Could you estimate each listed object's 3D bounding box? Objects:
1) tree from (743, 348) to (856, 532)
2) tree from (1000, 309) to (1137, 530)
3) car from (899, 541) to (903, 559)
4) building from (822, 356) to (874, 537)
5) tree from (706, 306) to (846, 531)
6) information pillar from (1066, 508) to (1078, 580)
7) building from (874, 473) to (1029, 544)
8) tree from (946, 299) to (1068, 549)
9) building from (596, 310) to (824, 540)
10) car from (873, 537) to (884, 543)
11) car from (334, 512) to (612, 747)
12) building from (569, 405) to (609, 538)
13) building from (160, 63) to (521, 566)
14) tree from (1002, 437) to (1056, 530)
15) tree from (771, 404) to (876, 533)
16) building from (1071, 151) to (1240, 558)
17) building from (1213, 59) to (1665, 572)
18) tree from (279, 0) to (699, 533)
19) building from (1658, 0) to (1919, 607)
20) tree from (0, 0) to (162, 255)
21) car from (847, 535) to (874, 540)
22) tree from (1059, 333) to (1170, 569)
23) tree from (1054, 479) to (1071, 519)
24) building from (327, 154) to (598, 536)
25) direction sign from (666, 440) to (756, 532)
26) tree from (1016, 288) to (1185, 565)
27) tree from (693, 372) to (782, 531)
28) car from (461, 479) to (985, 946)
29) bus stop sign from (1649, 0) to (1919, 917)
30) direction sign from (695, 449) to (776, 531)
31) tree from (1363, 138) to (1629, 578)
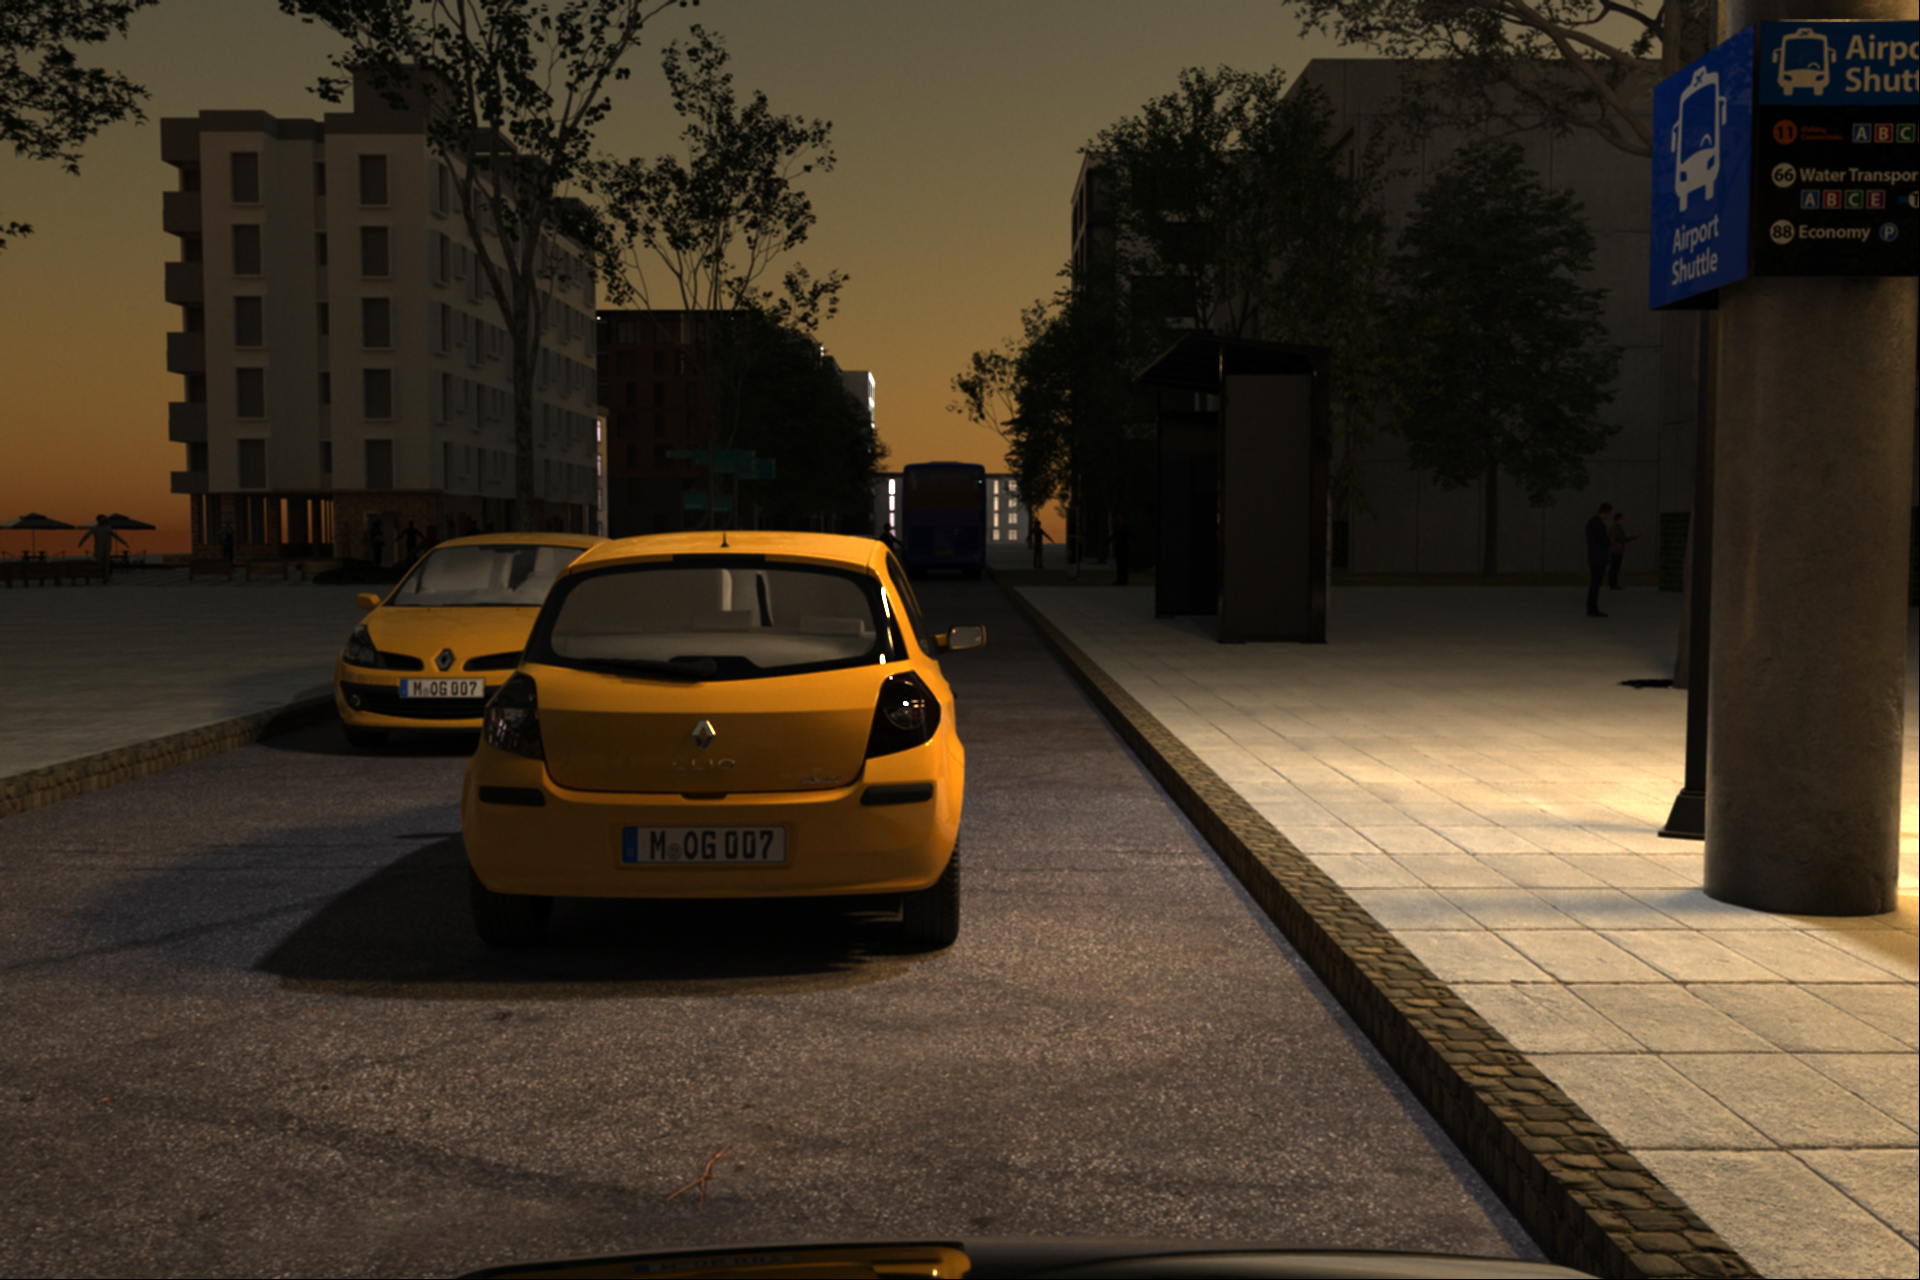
[{"bbox_3d":[-9.772,-11.329,103.361,7.486,12.596,7.792,0,3,0],"label":"tree"},{"bbox_3d":[5.559,-10.296,86.458,7.486,12.596,7.792,0,3,0],"label":"tree"},{"bbox_3d":[-2.474,-5.471,99.241,2.009,1.686,4.222,0,3,0],"label":"car"},{"bbox_3d":[-25.237,-22.669,214.619,27.936,21.610,32.646,0,4,0],"label":"building"},{"bbox_3d":[-9.227,-10.321,86.869,7.486,12.596,7.792,0,3,0],"label":"tree"},{"bbox_3d":[3.110,-2.670,48.147,0.304,2.012,0.304,0,4,-2],"label":"information pillar"},{"bbox_3d":[-4.011,-17.870,236.781,28.070,9.664,9.099,0,4,2],"label":"building"},{"bbox_3d":[5.215,-17.516,142.282,12.611,20.169,13.585,0,3,0],"label":"tree"},{"bbox_3d":[-29.140,-20.204,174.303,27.936,21.610,32.646,0,4,1],"label":"building"},{"bbox_3d":[-3.641,-3.496,69.741,1.945,1.354,3.894,0,3,0],"label":"car"},{"bbox_3d":[-3.280,-0.163,12.881,2.015,1.641,3.980,0,4,0],"label":"car"},{"bbox_3d":[-27.954,-10.614,115.685,9.099,9.664,28.070,0,4,1],"label":"building"},{"bbox_3d":[-26.150,-13.132,71.127,16.016,20.090,11.380,0,3,0],"label":"building"},{"bbox_3d":[5.366,-10.923,128.946,4.737,8.622,4.395,0,3,0],"label":"tree"},{"bbox_3d":[-9.555,-11.012,114.458,8.767,10.594,7.601,0,4,4],"label":"tree"},{"bbox_3d":[20.794,-16.216,109.114,27.936,21.610,32.646,0,4,0],"label":"building"},{"bbox_3d":[21.416,-12.648,73.258,16.747,18.905,31.486,0,4,0],"label":"building"},{"bbox_3d":[-10.693,-11.017,36.022,12.611,20.169,13.585,0,3,0],"label":"tree"},{"bbox_3d":[24.115,-9.554,22.674,16.747,18.905,31.486,0,4,0],"label":"building"},{"bbox_3d":[-9.356,-4.738,11.881,7.601,10.594,8.767,-3,5,-40],"label":"tree"},{"bbox_3d":[-3.260,-2.458,52.195,2.014,1.417,4.499,0,4,-1],"label":"car"},{"bbox_3d":[5.534,-6.918,63.464,4.360,8.622,3.978,0,3,0],"label":"tree"},{"bbox_3d":[16.394,-18.486,236.650,7.601,10.594,8.767,0,4,-4],"label":"tree"},{"bbox_3d":[-26.001,-14.148,87.733,16.016,20.090,11.380,0,3,0],"label":"building"},{"bbox_3d":[-7.058,-3.729,49.724,2.525,3.948,1.411,0,4,0],"label":"direction sign"},{"bbox_3d":[6.045,-9.007,73.024,9.928,11.665,9.643,0,3,0],"label":"tree"},{"bbox_3d":[-9.634,-7.799,77.876,4.360,8.622,3.978,0,3,0],"label":"tree"},{"bbox_3d":[-0.874,0.168,7.470,2.015,1.641,3.980,0,4,-2],"label":"car"},{"bbox_3d":[2.956,-1.038,5.989,0.837,3.901,0.837,0,4,0],"label":"bus stop sign"},{"bbox_3d":[-7.032,-4.050,54.980,2.525,3.948,1.411,0,4,2],"label":"direction sign"},{"bbox_3d":[15.219,-8.104,50.632,7.486,12.596,7.792,0,3,0],"label":"tree"}]
